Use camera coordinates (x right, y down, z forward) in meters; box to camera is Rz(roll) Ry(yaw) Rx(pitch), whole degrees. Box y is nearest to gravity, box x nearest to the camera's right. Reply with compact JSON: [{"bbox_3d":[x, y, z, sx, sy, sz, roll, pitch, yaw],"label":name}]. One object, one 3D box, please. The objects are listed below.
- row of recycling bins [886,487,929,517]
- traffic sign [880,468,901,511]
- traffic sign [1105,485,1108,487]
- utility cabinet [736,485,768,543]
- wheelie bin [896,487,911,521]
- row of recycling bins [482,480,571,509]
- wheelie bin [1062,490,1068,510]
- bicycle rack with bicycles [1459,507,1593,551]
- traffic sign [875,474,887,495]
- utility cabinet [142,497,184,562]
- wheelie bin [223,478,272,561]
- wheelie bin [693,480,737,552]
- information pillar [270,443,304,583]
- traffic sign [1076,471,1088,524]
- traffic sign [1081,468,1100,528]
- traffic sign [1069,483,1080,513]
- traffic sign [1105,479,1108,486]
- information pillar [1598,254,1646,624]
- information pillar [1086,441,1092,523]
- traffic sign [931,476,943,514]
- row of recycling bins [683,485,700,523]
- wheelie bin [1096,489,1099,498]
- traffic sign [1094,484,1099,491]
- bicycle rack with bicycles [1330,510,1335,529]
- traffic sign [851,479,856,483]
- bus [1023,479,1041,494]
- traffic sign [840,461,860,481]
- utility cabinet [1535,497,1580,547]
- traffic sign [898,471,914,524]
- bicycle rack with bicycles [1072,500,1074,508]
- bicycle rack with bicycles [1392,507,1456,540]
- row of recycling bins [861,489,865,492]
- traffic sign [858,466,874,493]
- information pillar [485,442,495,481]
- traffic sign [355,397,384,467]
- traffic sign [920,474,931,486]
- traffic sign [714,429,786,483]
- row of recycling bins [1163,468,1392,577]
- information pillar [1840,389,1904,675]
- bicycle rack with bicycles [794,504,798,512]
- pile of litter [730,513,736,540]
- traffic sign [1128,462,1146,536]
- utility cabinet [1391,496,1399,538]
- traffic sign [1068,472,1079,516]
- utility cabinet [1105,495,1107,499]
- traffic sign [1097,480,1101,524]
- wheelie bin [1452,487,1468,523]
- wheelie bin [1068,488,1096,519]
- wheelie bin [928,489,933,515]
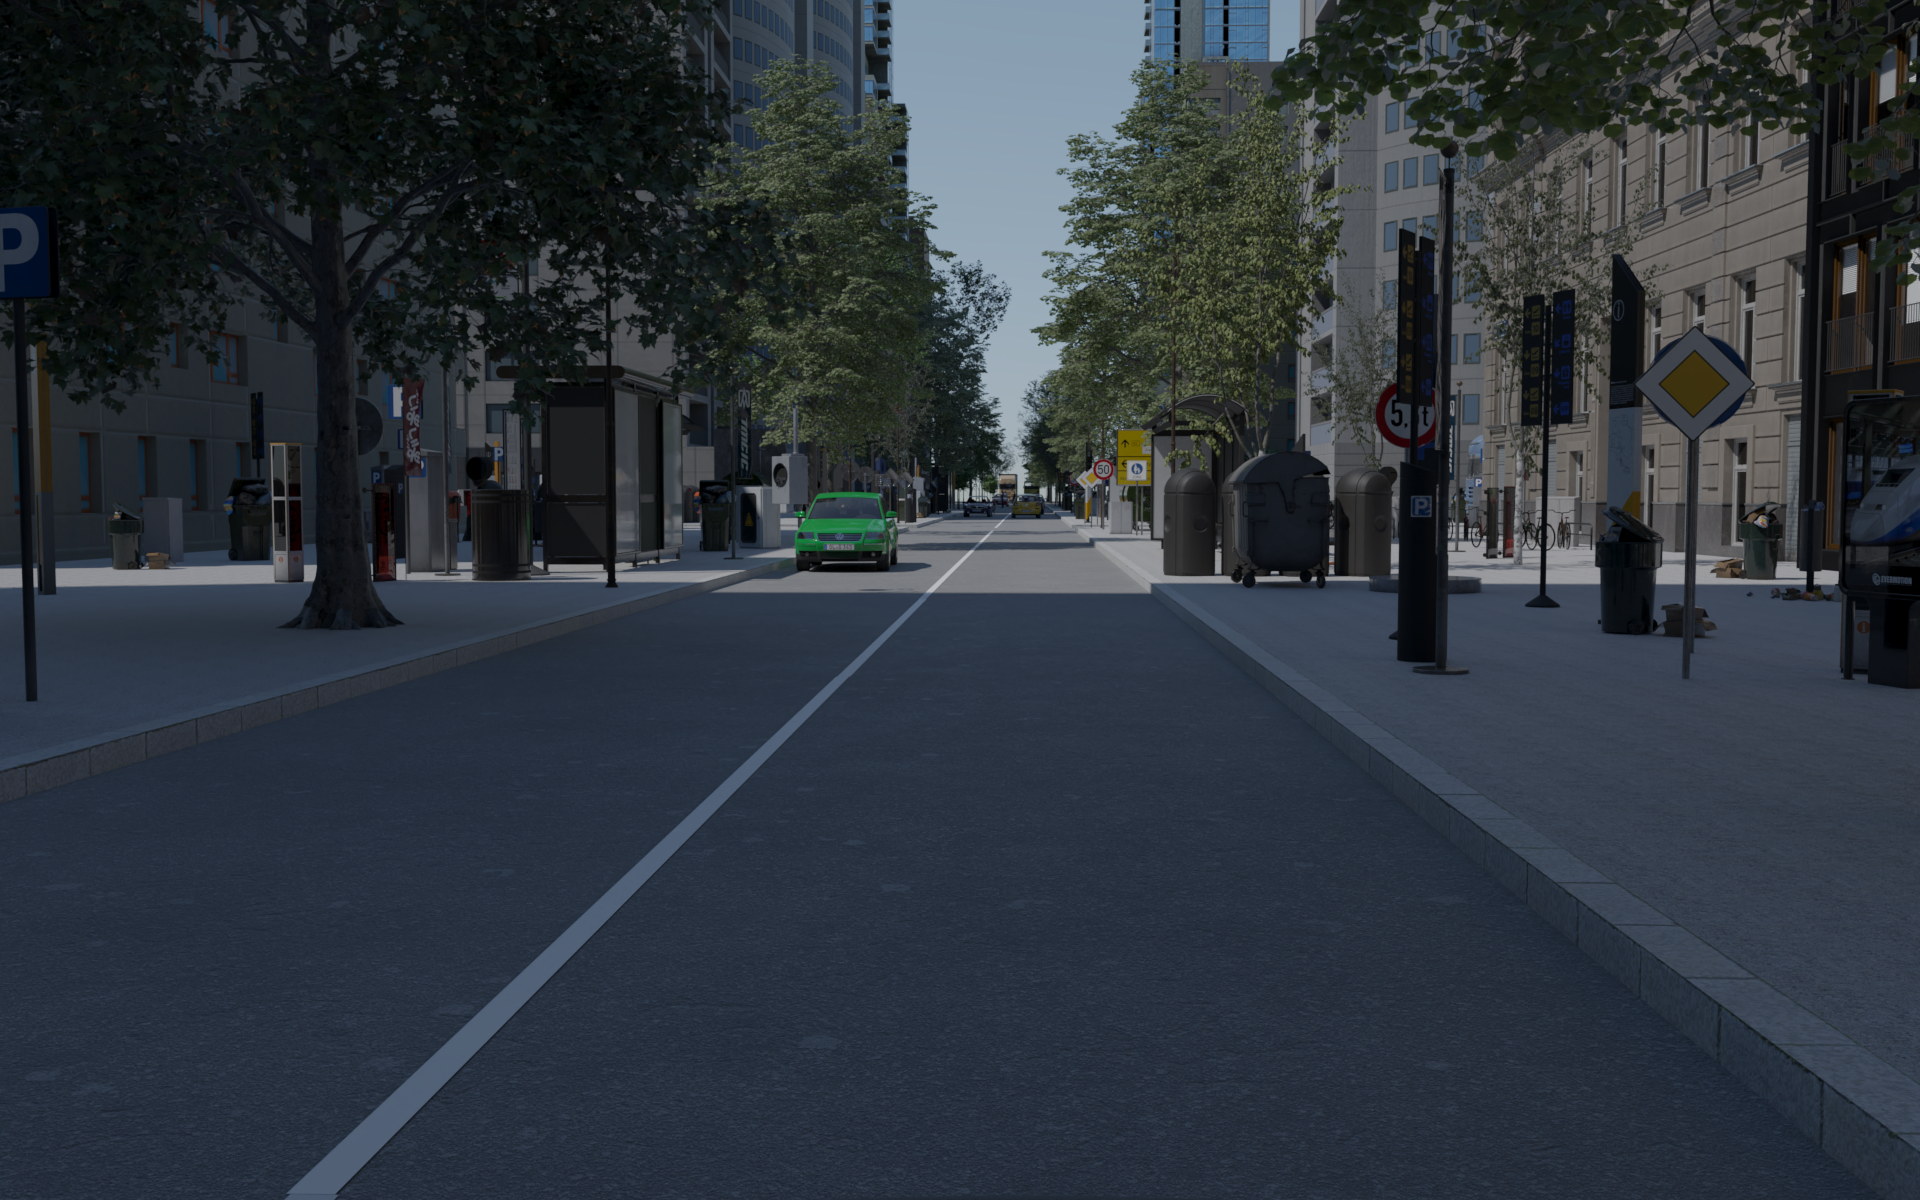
[{"bbox_3d":[-3.301,-5.473,96.596,3.534,1.692,1.069,-3,4,-37],"label":"row of recycling bins"},{"bbox_3d":[-2.670,-3.836,66.360,0.795,2.450,0.064,0,4,2],"label":"traffic sign"},{"bbox_3d":[10.740,-7.512,122.819,0.884,2.594,0.081,0,4,7],"label":"traffic sign"},{"bbox_3d":[-5.336,-2.194,44.545,0.318,1.500,1.173,-3,4,-37],"label":"utility cabinet"},{"bbox_3d":[-2.596,-4.550,82.297,0.980,1.594,0.693,2,4,32],"label":"wheelie bin"},{"bbox_3d":[-12.389,-2.670,50.769,3.534,1.692,1.069,0,4,-3],"label":"row of recycling bins"},{"bbox_3d":[8.430,-7.823,135.808,0.980,1.594,0.693,3,5,42],"label":"wheelie bin"},{"bbox_3d":[13.369,-1.638,40.167,2.852,0.926,2.925,0,4,1],"label":"bicycle rack with bicycles"},{"bbox_3d":[-4.076,-5.339,89.425,0.606,2.300,0.079,0,4,5],"label":"traffic sign"},{"bbox_3d":[-15.140,-1.331,32.918,1.020,1.237,0.306,3,5,40],"label":"utility cabinet"},{"bbox_3d":[-13.669,-1.562,33.442,0.693,1.594,0.980,3,4,38],"label":"wheelie bin"},{"bbox_3d":[-5.478,-1.892,38.841,0.980,1.594,0.693,-1,4,-13],"label":"wheelie bin"},{"bbox_3d":[-9.749,-1.261,25.112,0.304,2.012,0.304,2,4,25],"label":"information pillar"},{"bbox_3d":[5.341,-4.304,74.007,0.795,2.450,0.064,0,4,2],"label":"traffic sign"},{"bbox_3d":[5.017,-3.816,66.029,0.795,2.450,0.064,0,4,2],"label":"traffic sign"},{"bbox_3d":[7.599,-7.060,115.431,0.884,2.594,0.081,1,4,10],"label":"traffic sign"},{"bbox_3d":[10.028,-7.060,115.532,0.768,2.556,0.104,1,4,9],"label":"traffic sign"},{"bbox_3d":[6.428,-1.554,16.762,0.183,3.616,0.504,-1,4,-9],"label":"information pillar"},{"bbox_3d":[5.745,-5.253,77.235,0.183,3.616,0.504,2,4,32],"label":"information pillar"},{"bbox_3d":[-1.504,-6.781,112.049,0.795,2.450,0.064,1,4,12],"label":"traffic sign"},{"bbox_3d":[-12.457,-4.262,76.800,1.069,1.692,3.534,1,4,11],"label":"row of recycling bins"},{"bbox_3d":[9.301,-6.641,116.483,0.693,1.594,0.980,1,4,16],"label":"wheelie bin"},{"bbox_3d":[9.585,-7.500,122.726,0.768,2.556,0.104,0,4,8],"label":"traffic sign"},{"bbox_3d":[12.889,-3.019,62.739,2.925,0.926,2.852,2,4,25],"label":"bicycle rack with bicycles"},{"bbox_3d":[-5.115,-4.884,79.965,0.768,2.556,0.104,1,4,8],"label":"traffic sign"},{"bbox_3d":[11.550,-17.564,278.724,2.896,3.916,12.252,0,4,2],"label":"bus"},{"bbox_3d":[-4.234,-4.075,66.730,0.768,2.556,0.104,0,4,6],"label":"traffic sign"},{"bbox_3d":[14.612,-1.910,42.383,0.306,1.237,1.020,-3,5,-43],"label":"utility cabinet"},{"bbox_3d":[-2.346,-4.324,74.339,0.795,2.450,0.064,0,4,2],"label":"traffic sign"},{"bbox_3d":[10.460,-7.982,143.894,2.925,0.926,2.852,1,4,18],"label":"bicycle rack with bicycles"},{"bbox_3d":[13.067,-2.128,48.168,2.852,0.926,2.925,1,4,19],"label":"bicycle rack with bicycles"},{"bbox_3d":[-6.545,-8.316,143.084,3.534,1.692,1.069,-1,4,-20],"label":"row of recycling bins"},{"bbox_3d":[-4.321,-4.835,79.152,0.768,2.556,0.104,1,4,11],"label":"traffic sign"},{"bbox_3d":[-21.136,-5.296,77.943,0.504,3.616,0.183,-3,5,-42],"label":"information pillar"},{"bbox_3d":[-7.961,-1.390,22.834,0.768,2.556,0.104,1,4,10],"label":"traffic sign"},{"bbox_3d":[-2.241,-6.692,109.522,0.768,2.556,0.104,0,4,7],"label":"traffic sign"},{"bbox_3d":[-6.537,-3.674,53.935,2.265,3.308,0.079,0,4,4],"label":"traffic sign"},{"bbox_3d":[4.978,-1.228,27.193,3.534,1.692,1.069,0,4,3],"label":"row of recycling bins"},{"bbox_3d":[6.506,-0.481,12.364,0.304,2.012,0.304,3,4,39],"label":"information pillar"},{"bbox_3d":[-11.042,-6.799,124.552,2.925,0.926,2.852,1,4,23],"label":"bicycle rack with bicycles"},{"bbox_3d":[-6.345,-2.123,48.683,1.176,0.858,1.719,0,4,3],"label":"pile of litter"},{"bbox_3d":[5.465,-3.141,53.490,0.606,2.300,0.079,1,4,12],"label":"traffic sign"},{"bbox_3d":[13.114,-2.444,51.128,1.020,1.237,0.306,-3,5,-43],"label":"utility cabinet"},{"bbox_3d":[6.777,-6.238,102.101,0.768,2.556,0.104,1,4,9],"label":"traffic sign"},{"bbox_3d":[12.364,-8.204,145.303,0.306,1.237,1.020,-1,4,-14],"label":"utility cabinet"},{"bbox_3d":[5.799,-4.336,73.030,0.606,2.300,0.079,0,4,6],"label":"traffic sign"},{"bbox_3d":[22.466,-4.265,77.645,0.693,1.594,0.980,2,4,27],"label":"wheelie bin"},{"bbox_3d":[6.227,-4.905,88.110,0.980,1.594,0.693,1,4,22],"label":"wheelie bin"},{"bbox_3d":[-2.137,-6.014,106.243,0.980,1.594,0.693,1,4,11],"label":"wheelie bin"}]
